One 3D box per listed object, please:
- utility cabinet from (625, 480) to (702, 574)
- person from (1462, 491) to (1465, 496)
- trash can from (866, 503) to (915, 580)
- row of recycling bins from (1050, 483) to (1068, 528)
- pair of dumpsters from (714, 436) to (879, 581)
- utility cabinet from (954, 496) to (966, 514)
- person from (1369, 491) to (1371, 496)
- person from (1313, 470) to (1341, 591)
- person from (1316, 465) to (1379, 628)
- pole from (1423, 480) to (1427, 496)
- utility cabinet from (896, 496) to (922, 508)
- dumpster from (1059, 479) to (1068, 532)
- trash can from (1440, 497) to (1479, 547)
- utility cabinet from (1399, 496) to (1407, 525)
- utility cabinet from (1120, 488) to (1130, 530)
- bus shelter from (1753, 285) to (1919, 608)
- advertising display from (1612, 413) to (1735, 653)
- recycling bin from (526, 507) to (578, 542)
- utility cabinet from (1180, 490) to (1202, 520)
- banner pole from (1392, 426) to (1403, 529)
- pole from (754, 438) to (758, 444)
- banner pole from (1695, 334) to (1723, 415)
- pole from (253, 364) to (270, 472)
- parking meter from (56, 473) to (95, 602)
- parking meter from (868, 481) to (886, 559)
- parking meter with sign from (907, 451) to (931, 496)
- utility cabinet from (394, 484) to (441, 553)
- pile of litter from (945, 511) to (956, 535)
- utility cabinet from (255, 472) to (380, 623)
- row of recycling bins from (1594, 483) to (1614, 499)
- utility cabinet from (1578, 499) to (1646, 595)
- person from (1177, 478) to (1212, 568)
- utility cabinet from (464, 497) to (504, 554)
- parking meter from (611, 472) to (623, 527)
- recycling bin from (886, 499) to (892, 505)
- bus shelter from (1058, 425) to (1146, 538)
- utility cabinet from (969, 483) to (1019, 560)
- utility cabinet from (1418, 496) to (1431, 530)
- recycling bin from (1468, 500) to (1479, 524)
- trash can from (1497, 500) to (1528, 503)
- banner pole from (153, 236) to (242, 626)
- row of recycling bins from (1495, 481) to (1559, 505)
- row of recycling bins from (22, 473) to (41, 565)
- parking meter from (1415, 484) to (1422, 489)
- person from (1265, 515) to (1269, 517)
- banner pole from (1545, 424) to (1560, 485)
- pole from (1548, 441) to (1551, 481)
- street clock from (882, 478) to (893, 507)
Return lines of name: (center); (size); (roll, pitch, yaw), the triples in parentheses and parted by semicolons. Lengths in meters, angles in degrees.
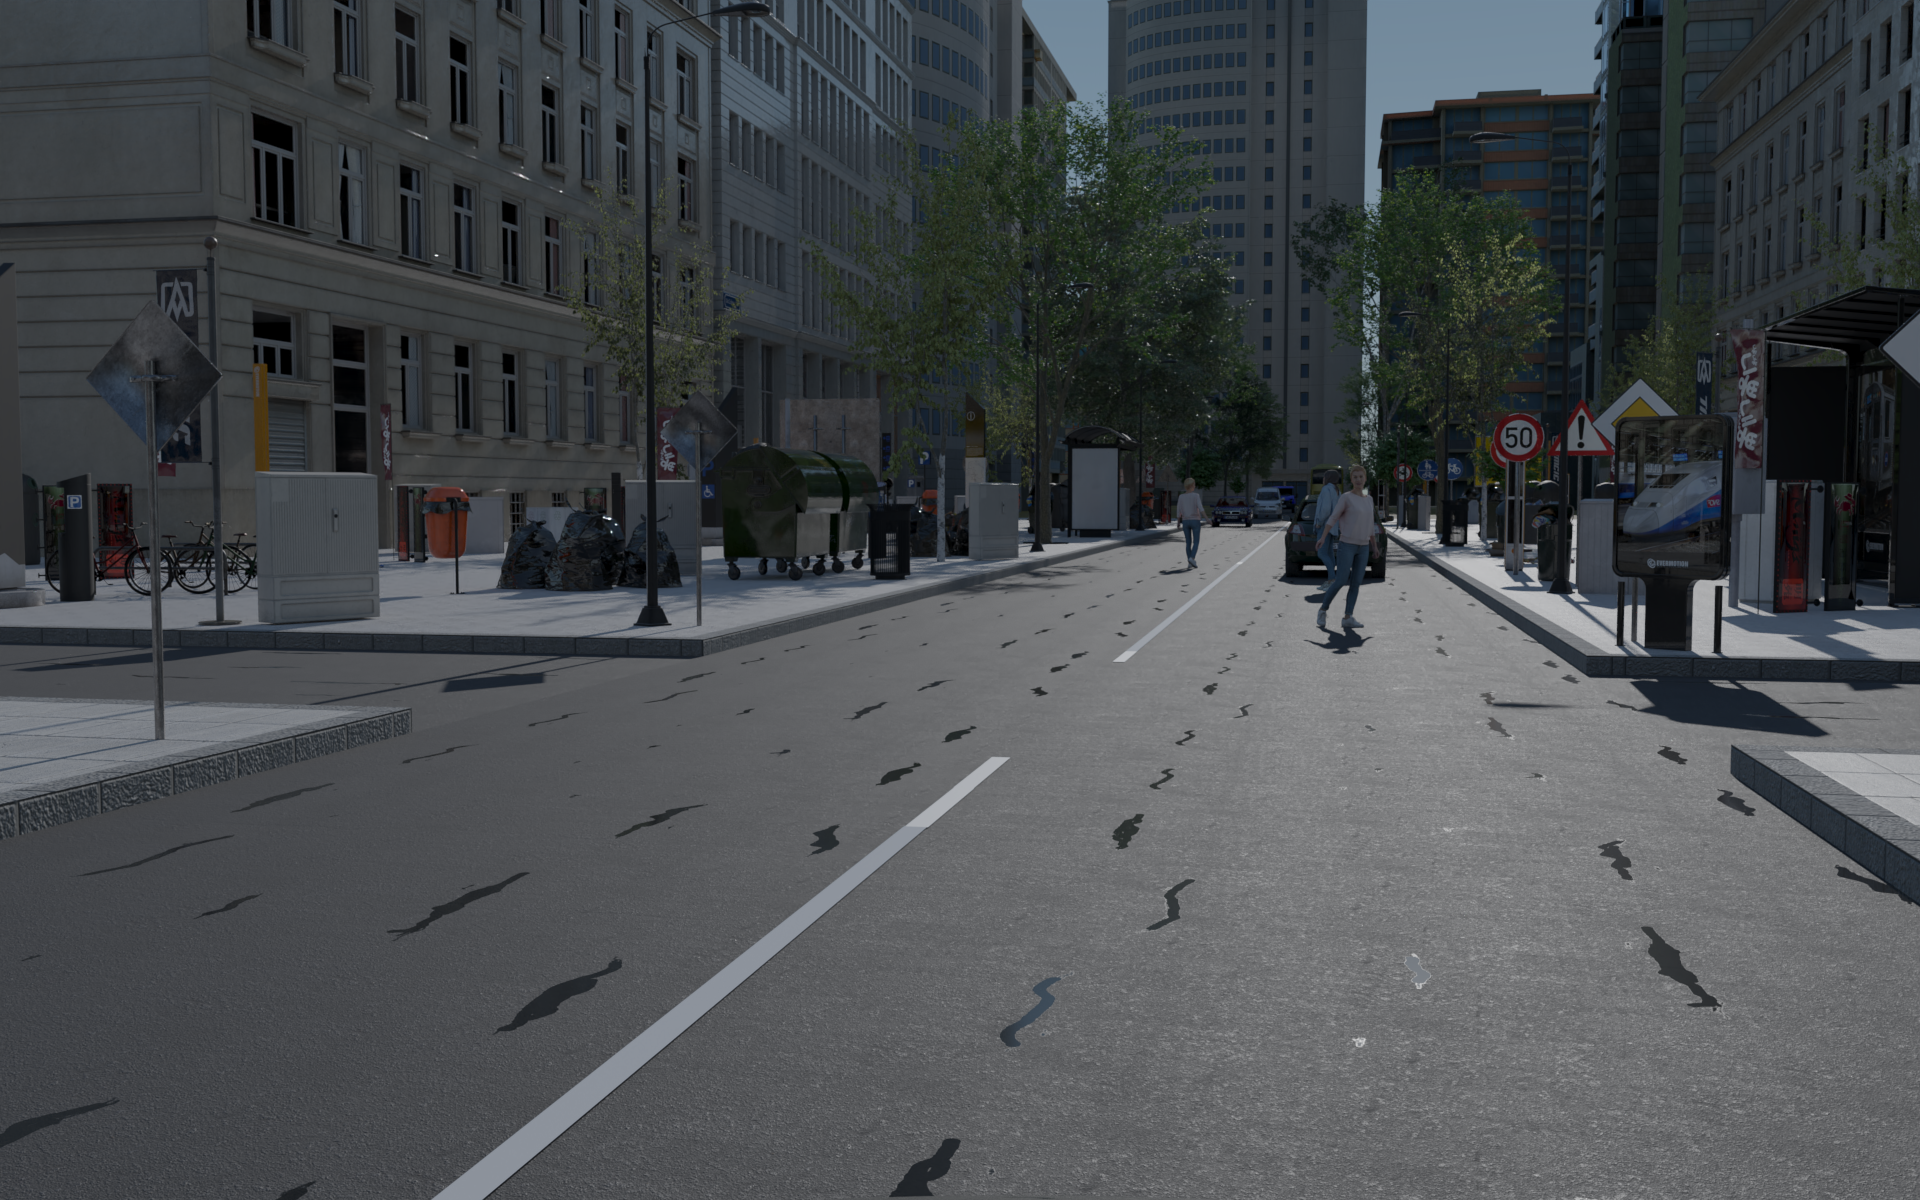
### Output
utility cabinet: (-4.675, -1.140, 27.321); (1.173, 1.500, 0.318); (-1, 4, -11)
person: (48.523, -9.613, 166.616); (0.436, 1.711, 0.756); (1, 4, 18)
trash can: (-1.051, -0.881, 26.058); (0.748, 1.137, 0.748); (0, 3, 0)
row of recycling bins: (3.933, -3.914, 71.110); (1.069, 1.692, 3.534); (0, 4, 7)
pair of dumpsters: (-2.556, -1.536, 27.603); (1.574, 2.255, 4.437); (1, 4, 12)
utility cabinet: (0.315, -3.296, 65.043); (1.020, 1.237, 0.306); (-2, 4, -25)
person: (39.210, -9.573, 165.950); (0.436, 1.711, 0.756); (3, 5, 43)
person: (5.491, -1.039, 25.749); (0.793, 1.790, 0.793); (0, 4, -5)
person: (4.092, -0.581, 18.672); (0.731, 1.740, 0.598); (-3, 4, -38)
pole: (22.758, -5.564, 84.808); (0.158, 3.312, 0.155); (0, 3, 0)
utility cabinet: (-1.261, -2.302, 48.795); (1.020, 1.237, 0.306); (1, 4, 13)
dumpster: (4.112, -3.290, 59.549); (1.264, 1.857, 1.865); (1, 4, 12)
trash can: (12.101, -1.876, 42.326); (0.748, 1.137, 0.748); (0, 3, 0)
utility cabinet: (18.508, -3.721, 72.001); (0.306, 1.237, 1.020); (2, 4, 32)
utility cabinet: (5.815, -3.227, 61.443); (0.318, 1.500, 1.173); (1, 4, 12)
bus shelter: (11.673, -1.904, 22.407); (1.731, 3.624, 6.357); (1, 4, 12)
advertising display: (5.846, -0.552, 14.245); (0.123, 1.923, 0.974); (-3, 4, -39)
recycling bin: (-7.807, -1.263, 33.197); (0.722, 1.027, 0.722); (3, 4, 36)
utility cabinet: (11.398, -4.692, 85.392); (1.173, 1.500, 0.318); (-2, 4, -34)
banner pole: (16.083, -4.503, 63.642); (0.401, 3.779, 0.863); (1, 4, 20)
pole: (-7.423, -4.238, 63.131); (0.158, 3.312, 0.155); (0, 3, 0)
banner pole: (11.666, -2.263, 27.018); (0.863, 3.779, 0.401); (-3, 4, -36)
pole: (-10.953, -2.040, 27.194); (0.158, 3.312, 0.155); (0, 3, 0)
parking meter: (-10.601, -0.755, 20.756); (0.372, 1.533, 0.369); (0, 3, 0)
parking meter: (-1.655, -1.601, 34.583); (0.372, 1.533, 0.369); (0, 3, 0)
parking meter with sign: (-1.829, -4.498, 69.802); (0.543, 3.016, 1.738); (2, 4, 28)
utility cabinet: (-11.788, -1.771, 37.631); (1.173, 1.500, 0.318); (2, 4, 32)
pile of litter: (-0.440, -1.808, 43.531); (1.719, 0.858, 1.176); (-2, 4, -29)
utility cabinet: (-6.431, -0.533, 17.391); (0.318, 1.500, 1.173); (3, 4, 38)
row of recycling bins: (24.367, -3.467, 63.794); (3.534, 1.692, 1.069); (-3, 5, -44)
utility cabinet: (8.471, -0.673, 22.163); (1.020, 1.237, 0.306); (2, 4, 33)
person: (4.527, -1.492, 33.568); (0.731, 1.740, 0.598); (1, 4, 18)
utility cabinet: (-10.366, -1.602, 37.348); (1.020, 1.237, 0.306); (-1, 4, -16)
parking meter: (-9.306, -2.530, 47.079); (0.255, 1.863, 0.399); (0, 4, 1)
recycling bin: (-3.644, -4.213, 81.444); (0.722, 1.027, 0.722); (2, 4, 25)
bus shelter: (4.435, -3.641, 53.451); (2.014, 3.302, 5.546); (1, 4, 12)
utility cabinet: (0.672, -1.533, 33.747); (0.318, 1.500, 1.173); (3, 5, 41)
utility cabinet: (16.638, -3.112, 62.041); (0.306, 1.237, 1.020); (2, 4, 24)
recycling bin: (22.027, -3.802, 74.714); (0.722, 1.027, 0.722); (1, 4, 18)
trash can: (13.858, -1.947, 43.481); (0.748, 1.137, 0.748); (0, 3, 0)
banner pole: (-7.509, -1.650, 16.999); (0.863, 3.779, 0.401); (1, 4, 14)
row of recycling bins: (18.066, -2.953, 55.399); (1.069, 1.692, 3.534); (-1, 4, -13)
row of recycling bins: (-17.553, -1.400, 30.002); (1.069, 1.692, 3.534); (1, 4, 16)
parking meter: (21.996, -4.742, 83.235); (0.255, 1.863, 0.399); (-1, 4, -11)
person: (18.954, -5.859, 107.534); (0.697, 1.427, 0.421); (0, 4, 7)
banner pole: (21.091, -4.382, 61.661); (0.863, 3.779, 0.401); (-1, 4, -14)
pole: (22.439, -4.422, 66.136); (0.158, 3.312, 0.155); (0, 3, 0)
street clock: (-3.243, -4.478, 77.778); (0.471, 2.002, 0.358); (1, 4, 11)
